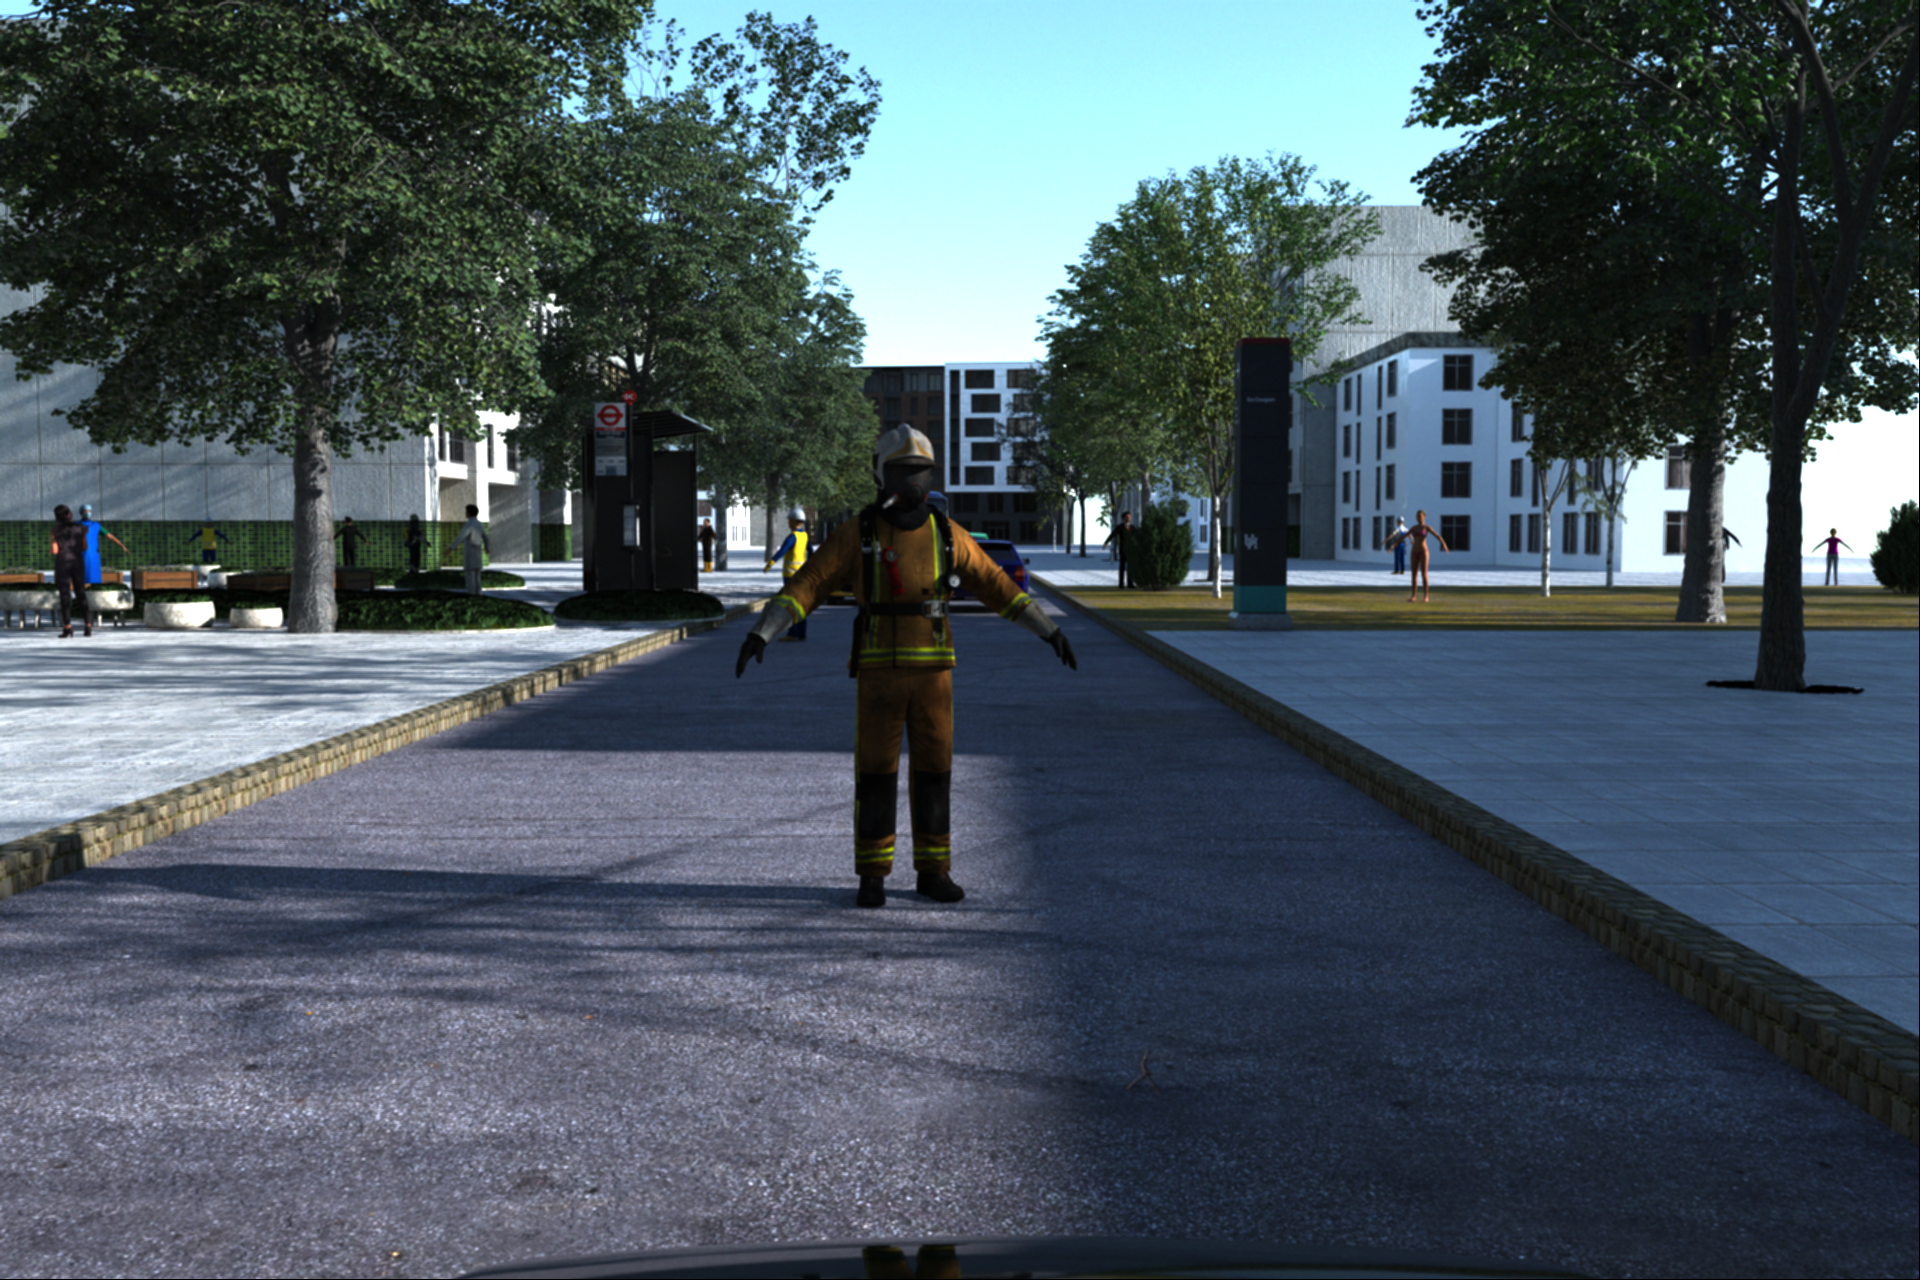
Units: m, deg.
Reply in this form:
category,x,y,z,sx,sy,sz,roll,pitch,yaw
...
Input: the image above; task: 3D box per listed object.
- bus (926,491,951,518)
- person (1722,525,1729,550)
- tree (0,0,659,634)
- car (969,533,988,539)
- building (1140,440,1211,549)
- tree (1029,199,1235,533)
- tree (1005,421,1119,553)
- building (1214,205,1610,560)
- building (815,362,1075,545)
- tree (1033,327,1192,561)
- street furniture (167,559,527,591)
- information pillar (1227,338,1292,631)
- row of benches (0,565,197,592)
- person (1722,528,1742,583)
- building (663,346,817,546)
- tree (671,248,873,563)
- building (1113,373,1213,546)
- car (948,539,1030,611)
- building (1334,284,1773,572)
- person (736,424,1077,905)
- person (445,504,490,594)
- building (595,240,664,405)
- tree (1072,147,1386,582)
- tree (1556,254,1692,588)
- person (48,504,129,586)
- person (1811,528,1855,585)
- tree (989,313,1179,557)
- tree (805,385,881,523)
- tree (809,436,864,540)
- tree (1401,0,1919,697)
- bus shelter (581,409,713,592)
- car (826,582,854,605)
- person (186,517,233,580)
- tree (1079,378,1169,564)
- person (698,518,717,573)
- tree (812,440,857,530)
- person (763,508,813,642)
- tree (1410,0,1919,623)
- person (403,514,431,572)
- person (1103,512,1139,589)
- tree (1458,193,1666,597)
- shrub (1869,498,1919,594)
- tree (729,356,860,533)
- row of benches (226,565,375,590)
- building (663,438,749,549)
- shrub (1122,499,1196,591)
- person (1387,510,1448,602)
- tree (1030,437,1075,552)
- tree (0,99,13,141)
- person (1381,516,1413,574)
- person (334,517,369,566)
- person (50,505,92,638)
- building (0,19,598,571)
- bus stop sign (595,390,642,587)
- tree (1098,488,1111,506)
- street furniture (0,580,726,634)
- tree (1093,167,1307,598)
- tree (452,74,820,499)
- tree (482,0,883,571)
category,x,y,z,sx,sy,sz,roll,pitch,yaw
bus,-1.914,-6.838,103.356,2.896,3.916,12.251,0,4,0
person,18.263,-2.183,41.971,0.705,1.796,1.348,-1,4,-10
tree,-8.551,-7.069,22.231,9.857,13.997,8.962,0,3,0
car,0.118,-2.371,47.567,1.959,1.807,4.718,0,4,0
building,21.768,-12.921,153.407,9.099,9.664,28.070,0,4,0
tree,5.968,-8.645,59.476,7.486,12.596,7.792,0,3,0
tree,7.142,-10.980,113.942,8.767,10.594,7.601,0,4,-1
building,25.518,-14.400,101.898,16.747,18.905,31.486,0,3,0
building,-2.299,-22.798,219.185,32.646,21.610,27.936,0,4,7
tree,7.469,-9.577,82.337,9.928,11.665,9.643,0,3,0
street furniture,-15.307,-1.626,42.208,5.734,0.657,10.072,-3,5,-44
information pillar,4.024,-2.067,23.177,0.750,3.857,0.750,0,4,1
row of benches,-16.926,-1.123,33.827,1.422,0.672,4.104,3,5,44
person,19.966,-2.382,45.670,1.216,1.740,0.721,1,4,15
building,-25.536,-21.833,187.896,19.493,23.208,18.063,0,4,-1
tree,-8.601,-10.466,77.769,9.857,13.997,8.962,0,3,0
building,25.998,-19.436,184.241,16.747,18.905,31.486,0,4,0
car,0.378,-1.243,32.897,1.945,1.354,3.894,0,4,-1
building,23.112,-7.964,72.355,9.099,9.664,28.070,0,3,0
person,-0.212,0.091,6.744,1.354,1.858,0.705,-1,4,-16
person,-8.711,-1.509,30.858,0.705,1.806,1.347,1,4,16
building,-28.177,-16.505,100.782,19.493,23.208,18.063,0,3,0
tree,7.036,-7.379,46.395,9.928,11.665,9.643,0,3,0
tree,15.363,-5.566,41.359,4.360,8.622,3.978,0,3,0
person,-15.704,-1.533,31.186,1.347,1.817,0.704,-3,5,-42
person,21.821,-2.082,43.304,0.991,1.433,0.599,2,4,28
tree,6.765,-11.290,94.961,12.009,13.543,11.850,0,3,0
tree,-8.935,-12.913,129.258,7.486,12.596,7.792,0,3,0
tree,-8.566,-9.899,112.210,4.737,8.622,4.395,0,3,0
tree,6.944,-5.393,13.935,9.928,11.665,9.643,0,3,0
bus shelter,-6.327,-2.716,35.694,1.731,3.624,6.357,0,4,-1
car,-1.874,-1.592,36.251,2.015,1.641,3.980,0,4,0
person,-21.212,-2.597,48.932,1.216,1.772,0.721,-1,4,-21
tree,6.655,-7.530,73.472,4.737,8.622,4.395,0,3,0
person,-8.479,-3.165,57.885,0.704,1.812,1.346,-3,5,-41
tree,-8.562,-10.458,121.357,4.360,8.622,3.978,0,3,0
person,-2.280,-0.875,23.225,0.721,1.772,1.216,2,4,24
tree,10.839,-7.242,25.064,9.857,13.997,8.962,0,3,0
person,-15.637,-2.688,49.722,1.354,1.856,0.705,3,5,42
person,3.912,-2.104,40.586,1.347,1.806,0.705,-2,4,-24
tree,11.888,-5.208,35.516,4.360,8.622,3.978,0,3,0
shrub,20.542,-2.040,37.395,1.661,2.075,1.752,0,3,0
tree,-9.101,-9.619,91.679,8.767,10.594,7.601,2,4,34
row of benches,-12.419,-1.071,32.969,1.422,0.672,4.104,1,4,12
building,-24.491,-13.619,164.811,9.099,9.664,28.070,0,4,1
shrub,4.453,-2.131,38.877,1.661,2.075,1.752,0,3,0
person,8.681,-1.592,32.825,1.217,1.733,0.721,3,5,40
tree,6.733,-10.554,122.922,4.737,8.622,4.395,0,3,0
tree,-9.011,-6.263,9.060,9.857,13.997,8.962,0,3,0
person,14.071,-3.037,55.504,1.347,1.847,0.705,-2,4,-29
person,-19.356,-2.990,54.827,1.347,1.837,0.705,-3,5,-40
person,-11.056,-0.857,21.517,0.415,1.643,0.593,0,4,-1
building,-27.258,-12.796,75.676,16.747,18.905,31.486,0,4,-1
bus stop sign,-6.339,-2.659,32.179,0.855,3.939,0.416,0,4,1
tree,21.782,-18.573,214.035,12.009,13.543,11.850,0,3,0
street furniture,-8.736,-0.596,25.365,10.072,0.657,5.734,0,4,7
tree,4.998,-5.142,34.433,4.737,8.622,4.395,0,3,0
tree,-8.646,-8.620,47.588,9.857,13.997,8.962,0,3,0
tree,-9.590,-12.490,60.109,12.611,20.169,13.585,0,3,0
